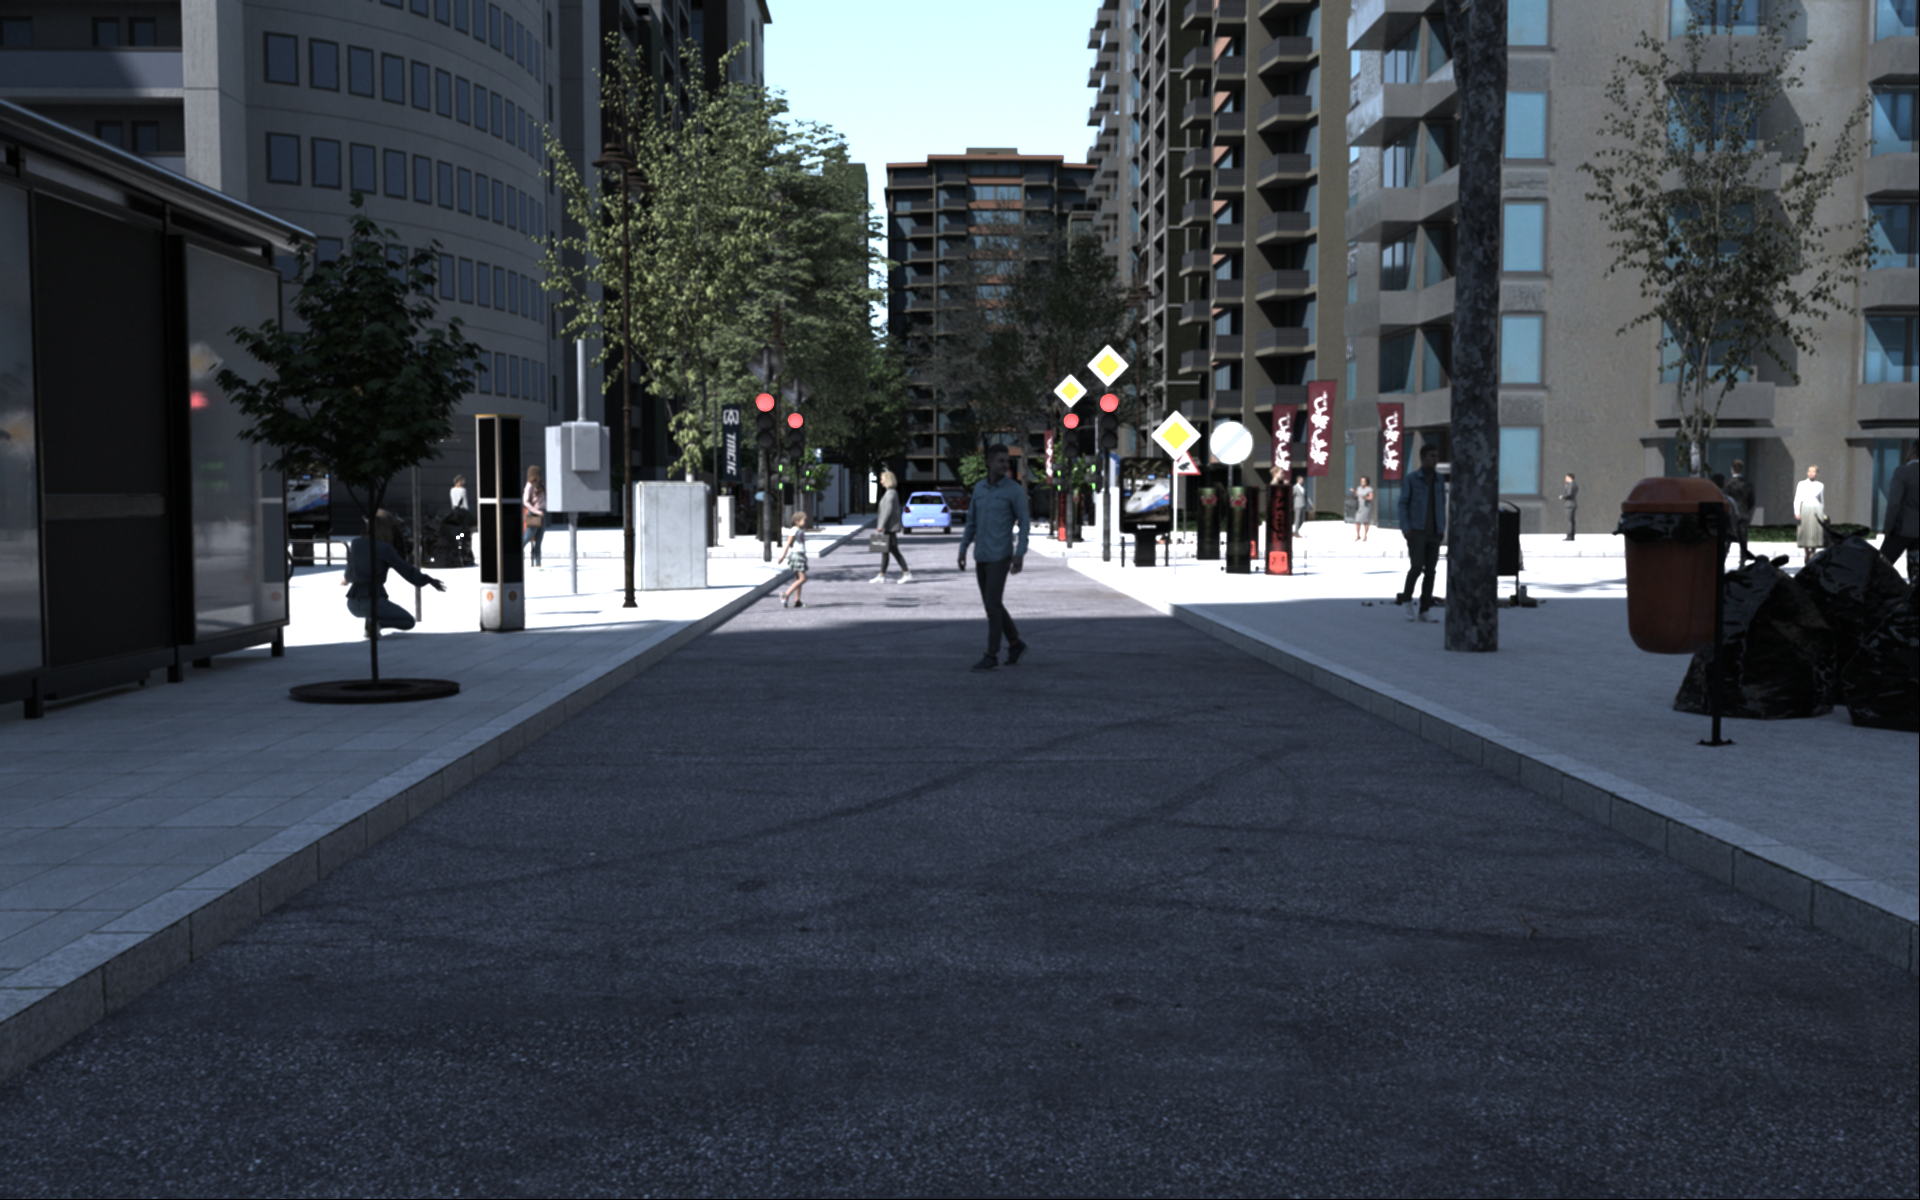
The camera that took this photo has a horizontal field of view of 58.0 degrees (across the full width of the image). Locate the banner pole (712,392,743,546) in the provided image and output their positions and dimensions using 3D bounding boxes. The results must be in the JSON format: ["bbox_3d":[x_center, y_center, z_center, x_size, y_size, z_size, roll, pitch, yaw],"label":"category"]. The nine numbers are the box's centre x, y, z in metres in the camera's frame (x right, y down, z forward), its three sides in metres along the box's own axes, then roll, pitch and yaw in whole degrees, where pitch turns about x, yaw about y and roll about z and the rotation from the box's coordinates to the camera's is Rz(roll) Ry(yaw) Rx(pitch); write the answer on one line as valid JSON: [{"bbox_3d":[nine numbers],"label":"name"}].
[{"bbox_3d":[-5.774,-3.215,42.590,0.863,3.779,0.401,-1,4,-15],"label":"banner pole"}]

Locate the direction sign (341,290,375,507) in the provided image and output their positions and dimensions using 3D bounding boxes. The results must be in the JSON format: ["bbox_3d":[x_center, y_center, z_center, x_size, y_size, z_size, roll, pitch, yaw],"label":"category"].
[{"bbox_3d":[-6.692,-1.694,19.688,0.379,3.537,0.876,2,4,24],"label":"direction sign"}]

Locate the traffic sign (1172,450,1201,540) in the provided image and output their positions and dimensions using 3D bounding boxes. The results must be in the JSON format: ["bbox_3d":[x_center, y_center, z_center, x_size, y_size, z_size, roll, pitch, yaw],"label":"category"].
[{"bbox_3d":[6.237,-2.939,48.049,0.884,2.594,0.081,0,4,3],"label":"traffic sign"}]

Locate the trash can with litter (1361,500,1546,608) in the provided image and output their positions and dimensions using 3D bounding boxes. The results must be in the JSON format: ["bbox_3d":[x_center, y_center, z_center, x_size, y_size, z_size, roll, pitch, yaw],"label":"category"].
[{"bbox_3d":[5.757,-0.546,19.989,2.233,1.210,1.678,0,4,6],"label":"trash can with litter"}]

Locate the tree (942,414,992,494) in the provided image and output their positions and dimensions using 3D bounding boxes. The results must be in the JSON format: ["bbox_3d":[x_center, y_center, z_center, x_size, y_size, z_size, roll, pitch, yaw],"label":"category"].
[{"bbox_3d":[0.778,-12.409,153.242,4.360,8.622,3.978,0,3,0],"label":"tree"}]

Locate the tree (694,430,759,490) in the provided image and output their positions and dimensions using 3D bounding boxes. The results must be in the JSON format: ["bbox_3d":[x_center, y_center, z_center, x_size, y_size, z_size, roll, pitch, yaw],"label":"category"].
[{"bbox_3d":[-10.404,-5.718,77.204,4.285,4.588,4.351,0,3,0],"label":"tree"}]

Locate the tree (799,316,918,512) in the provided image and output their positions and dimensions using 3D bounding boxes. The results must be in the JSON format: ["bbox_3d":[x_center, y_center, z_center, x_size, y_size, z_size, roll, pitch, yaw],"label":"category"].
[{"bbox_3d":[-7.514,-13.407,125.867,9.857,13.997,8.962,0,3,0],"label":"tree"}]

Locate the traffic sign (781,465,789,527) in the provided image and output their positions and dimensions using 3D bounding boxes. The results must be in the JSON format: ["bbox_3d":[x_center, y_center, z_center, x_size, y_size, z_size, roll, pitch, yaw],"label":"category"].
[{"bbox_3d":[-6.795,-4.058,66.457,0.768,2.556,0.104,0,4,-1],"label":"traffic sign"}]

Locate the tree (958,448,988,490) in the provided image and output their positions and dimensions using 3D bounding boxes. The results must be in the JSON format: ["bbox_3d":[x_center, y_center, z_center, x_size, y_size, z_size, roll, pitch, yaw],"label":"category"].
[{"bbox_3d":[1.485,-8.525,123.091,4.285,4.588,4.351,0,3,0],"label":"tree"}]

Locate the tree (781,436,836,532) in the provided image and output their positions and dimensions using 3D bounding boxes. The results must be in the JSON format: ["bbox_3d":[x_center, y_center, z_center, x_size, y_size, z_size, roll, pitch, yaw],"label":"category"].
[{"bbox_3d":[-5.104,-3.885,58.126,1.663,3.219,1.824,0,3,0],"label":"tree"}]

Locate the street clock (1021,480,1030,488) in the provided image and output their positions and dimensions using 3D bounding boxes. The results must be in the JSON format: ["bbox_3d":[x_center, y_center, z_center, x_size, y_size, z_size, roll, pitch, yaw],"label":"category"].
[{"bbox_3d":[3.238,-4.969,85.821,0.471,2.002,0.358,0,4,-1],"label":"street clock"}]

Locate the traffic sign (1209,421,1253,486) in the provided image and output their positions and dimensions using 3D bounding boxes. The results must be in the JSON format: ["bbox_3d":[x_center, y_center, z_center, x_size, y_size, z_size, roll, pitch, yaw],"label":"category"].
[{"bbox_3d":[4.729,-1.846,30.294,0.768,2.556,0.104,0,4,3],"label":"traffic sign"}]

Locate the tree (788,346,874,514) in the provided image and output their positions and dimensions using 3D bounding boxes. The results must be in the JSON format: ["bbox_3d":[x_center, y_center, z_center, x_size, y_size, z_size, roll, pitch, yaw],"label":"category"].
[{"bbox_3d":[-7.198,-11.497,113.735,9.928,11.665,9.643,0,3,0],"label":"tree"}]

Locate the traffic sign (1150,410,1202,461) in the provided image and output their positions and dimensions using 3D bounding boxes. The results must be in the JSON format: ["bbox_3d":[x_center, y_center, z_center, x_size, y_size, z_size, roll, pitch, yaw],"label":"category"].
[{"bbox_3d":[3.404,-1.679,27.191,0.795,2.593,0.064,0,4,7],"label":"traffic sign"}]

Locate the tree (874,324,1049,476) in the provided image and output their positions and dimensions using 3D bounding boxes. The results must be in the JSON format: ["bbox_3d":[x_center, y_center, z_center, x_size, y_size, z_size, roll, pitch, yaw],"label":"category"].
[{"bbox_3d":[1.614,-10.726,101.124,9.928,11.665,9.643,0,3,0],"label":"tree"}]

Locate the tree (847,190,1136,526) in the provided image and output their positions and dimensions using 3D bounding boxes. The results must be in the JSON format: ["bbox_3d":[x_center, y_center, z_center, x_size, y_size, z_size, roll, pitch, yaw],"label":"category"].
[{"bbox_3d":[2.598,-9.777,70.224,12.009,13.543,11.850,0,3,0],"label":"tree"}]

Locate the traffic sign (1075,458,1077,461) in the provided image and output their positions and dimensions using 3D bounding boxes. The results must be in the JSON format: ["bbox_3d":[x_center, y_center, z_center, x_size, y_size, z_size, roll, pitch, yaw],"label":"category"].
[{"bbox_3d":[3.391,-3.275,53.650,0.768,2.556,0.104,0,4,3],"label":"traffic sign"}]

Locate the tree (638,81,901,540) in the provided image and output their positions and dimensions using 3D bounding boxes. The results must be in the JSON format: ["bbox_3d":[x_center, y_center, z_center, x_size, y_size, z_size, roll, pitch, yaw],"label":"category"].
[{"bbox_3d":[-5.410,-7.984,48.670,7.486,12.596,7.792,0,3,0],"label":"tree"}]

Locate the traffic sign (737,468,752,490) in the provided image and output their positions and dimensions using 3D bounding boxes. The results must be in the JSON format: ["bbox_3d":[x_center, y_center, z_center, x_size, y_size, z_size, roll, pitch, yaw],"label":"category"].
[{"bbox_3d":[-8.327,-3.957,66.823,0.606,2.300,0.079,0,4,8],"label":"traffic sign"}]

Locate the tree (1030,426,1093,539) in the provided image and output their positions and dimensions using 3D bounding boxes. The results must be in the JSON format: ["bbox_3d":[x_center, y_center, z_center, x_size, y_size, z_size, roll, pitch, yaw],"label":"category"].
[{"bbox_3d":[2.818,-3.354,49.446,1.663,3.219,1.824,0,3,0],"label":"tree"}]

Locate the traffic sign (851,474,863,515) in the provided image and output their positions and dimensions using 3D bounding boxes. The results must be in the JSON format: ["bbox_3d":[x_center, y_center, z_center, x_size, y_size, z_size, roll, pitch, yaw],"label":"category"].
[{"bbox_3d":[-6.421,-6.629,108.494,0.768,2.556,0.104,0,4,3],"label":"traffic sign"}]

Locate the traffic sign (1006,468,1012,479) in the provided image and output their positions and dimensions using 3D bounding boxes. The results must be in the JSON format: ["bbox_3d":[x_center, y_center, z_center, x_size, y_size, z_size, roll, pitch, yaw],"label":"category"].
[{"bbox_3d":[1.984,-4.817,78.870,0.768,2.556,0.104,0,3,0],"label":"traffic sign"}]

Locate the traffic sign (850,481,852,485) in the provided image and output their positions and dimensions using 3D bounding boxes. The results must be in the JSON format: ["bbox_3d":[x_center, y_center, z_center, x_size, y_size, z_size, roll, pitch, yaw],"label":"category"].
[{"bbox_3d":[-7.065,-6.537,106.875,0.884,2.594,0.081,0,4,0],"label":"traffic sign"}]

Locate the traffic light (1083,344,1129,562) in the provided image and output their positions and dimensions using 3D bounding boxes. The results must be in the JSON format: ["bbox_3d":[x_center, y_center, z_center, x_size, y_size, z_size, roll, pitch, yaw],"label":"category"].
[{"bbox_3d":[2.756,-2.675,32.658,0.839,4.253,0.868,0,4,-1],"label":"traffic light"}]

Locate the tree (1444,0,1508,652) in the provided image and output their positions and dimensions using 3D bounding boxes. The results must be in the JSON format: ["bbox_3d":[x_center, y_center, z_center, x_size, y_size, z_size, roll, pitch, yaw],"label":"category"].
[{"bbox_3d":[5.637,-9.625,13.255,12.611,20.169,13.585,0,3,0],"label":"tree"}]

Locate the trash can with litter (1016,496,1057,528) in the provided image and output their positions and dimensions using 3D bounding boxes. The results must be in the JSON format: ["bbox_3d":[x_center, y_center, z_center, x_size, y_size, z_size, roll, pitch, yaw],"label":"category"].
[{"bbox_3d":[3.292,-3.342,65.698,1.678,1.210,2.233,3,5,45],"label":"trash can with litter"}]

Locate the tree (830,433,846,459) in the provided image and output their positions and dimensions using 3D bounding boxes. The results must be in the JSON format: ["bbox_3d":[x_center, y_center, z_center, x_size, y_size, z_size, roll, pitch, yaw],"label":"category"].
[{"bbox_3d":[-6.686,-14.177,142.156,12.009,13.543,11.850,0,3,0],"label":"tree"}]

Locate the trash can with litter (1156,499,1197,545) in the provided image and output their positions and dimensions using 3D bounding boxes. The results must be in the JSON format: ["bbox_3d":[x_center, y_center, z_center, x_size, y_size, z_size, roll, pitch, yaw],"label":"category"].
[{"bbox_3d":[5.553,-2.060,44.733,1.678,1.210,2.233,2,4,24],"label":"trash can with litter"}]

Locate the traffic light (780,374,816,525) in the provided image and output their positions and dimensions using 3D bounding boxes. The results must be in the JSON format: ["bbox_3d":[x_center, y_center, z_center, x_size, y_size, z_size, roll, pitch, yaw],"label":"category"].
[{"bbox_3d":[-3.798,-3.153,40.470,0.839,4.253,0.868,0,4,-1],"label":"traffic light"}]

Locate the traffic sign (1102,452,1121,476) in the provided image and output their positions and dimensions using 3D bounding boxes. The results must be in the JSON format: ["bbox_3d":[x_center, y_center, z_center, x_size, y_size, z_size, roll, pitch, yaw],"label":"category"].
[{"bbox_3d":[4.567,-3.222,52.786,0.768,2.556,0.104,0,4,2],"label":"traffic sign"}]

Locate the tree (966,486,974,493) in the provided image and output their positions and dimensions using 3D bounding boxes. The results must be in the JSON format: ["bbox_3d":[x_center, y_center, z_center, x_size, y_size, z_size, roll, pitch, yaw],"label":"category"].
[{"bbox_3d":[1.447,-9.344,147.376,1.663,3.219,1.824,0,3,0],"label":"tree"}]

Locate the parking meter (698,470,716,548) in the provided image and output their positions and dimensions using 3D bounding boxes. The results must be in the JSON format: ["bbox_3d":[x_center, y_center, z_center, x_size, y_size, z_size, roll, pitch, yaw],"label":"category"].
[{"bbox_3d":[-6.063,-2.190,41.524,0.399,1.863,0.255,0,4,-4],"label":"parking meter"}]

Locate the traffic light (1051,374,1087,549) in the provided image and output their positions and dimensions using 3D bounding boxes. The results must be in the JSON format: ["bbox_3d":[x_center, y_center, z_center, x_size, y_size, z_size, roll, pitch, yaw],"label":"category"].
[{"bbox_3d":[2.561,-3.163,40.641,0.839,4.253,0.868,0,4,-1],"label":"traffic light"}]

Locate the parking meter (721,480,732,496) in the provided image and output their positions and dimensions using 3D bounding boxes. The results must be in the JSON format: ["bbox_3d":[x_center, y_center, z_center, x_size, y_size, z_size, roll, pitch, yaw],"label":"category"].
[{"bbox_3d":[-8.200,-3.373,60.862,0.255,1.863,0.399,2,4,25],"label":"parking meter"}]

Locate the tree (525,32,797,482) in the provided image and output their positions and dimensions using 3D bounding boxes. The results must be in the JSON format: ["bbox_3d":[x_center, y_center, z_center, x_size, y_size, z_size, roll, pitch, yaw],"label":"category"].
[{"bbox_3d":[-4.475,-4.698,27.181,4.737,8.622,4.395,0,3,0],"label":"tree"}]

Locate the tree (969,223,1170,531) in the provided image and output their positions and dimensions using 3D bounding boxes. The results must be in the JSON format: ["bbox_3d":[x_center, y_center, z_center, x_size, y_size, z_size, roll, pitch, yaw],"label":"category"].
[{"bbox_3d":[3.714,-7.645,59.414,7.601,10.594,8.767,0,4,8],"label":"tree"}]

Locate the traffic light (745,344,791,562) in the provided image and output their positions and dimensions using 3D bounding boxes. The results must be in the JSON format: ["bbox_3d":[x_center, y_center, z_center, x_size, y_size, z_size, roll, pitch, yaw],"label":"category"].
[{"bbox_3d":[-3.603,-2.665,32.487,0.839,4.253,0.868,0,4,-1],"label":"traffic light"}]

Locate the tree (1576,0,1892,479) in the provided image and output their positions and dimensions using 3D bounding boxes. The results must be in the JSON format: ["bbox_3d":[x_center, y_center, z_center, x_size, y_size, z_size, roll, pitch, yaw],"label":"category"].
[{"bbox_3d":[11.148,-4.600,25.569,4.360,8.622,3.978,0,3,0],"label":"tree"}]

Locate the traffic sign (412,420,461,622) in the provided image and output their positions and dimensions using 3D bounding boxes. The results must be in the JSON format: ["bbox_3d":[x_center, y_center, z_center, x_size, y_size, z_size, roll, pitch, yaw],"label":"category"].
[{"bbox_3d":[-5.427,-1.057,17.289,0.884,2.594,0.081,0,4,1],"label":"traffic sign"}]

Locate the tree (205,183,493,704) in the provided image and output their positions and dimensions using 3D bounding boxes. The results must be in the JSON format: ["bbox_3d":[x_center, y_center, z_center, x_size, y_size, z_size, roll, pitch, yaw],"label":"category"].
[{"bbox_3d":[-3.868,-1.000,10.944,1.663,3.219,1.824,0,3,0],"label":"tree"}]

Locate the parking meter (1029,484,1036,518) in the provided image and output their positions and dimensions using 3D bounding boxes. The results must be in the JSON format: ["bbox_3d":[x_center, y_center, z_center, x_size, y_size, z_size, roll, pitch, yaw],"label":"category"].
[{"bbox_3d":[3.950,-5.427,94.439,0.399,1.863,0.255,1,4,12],"label":"parking meter"}]
